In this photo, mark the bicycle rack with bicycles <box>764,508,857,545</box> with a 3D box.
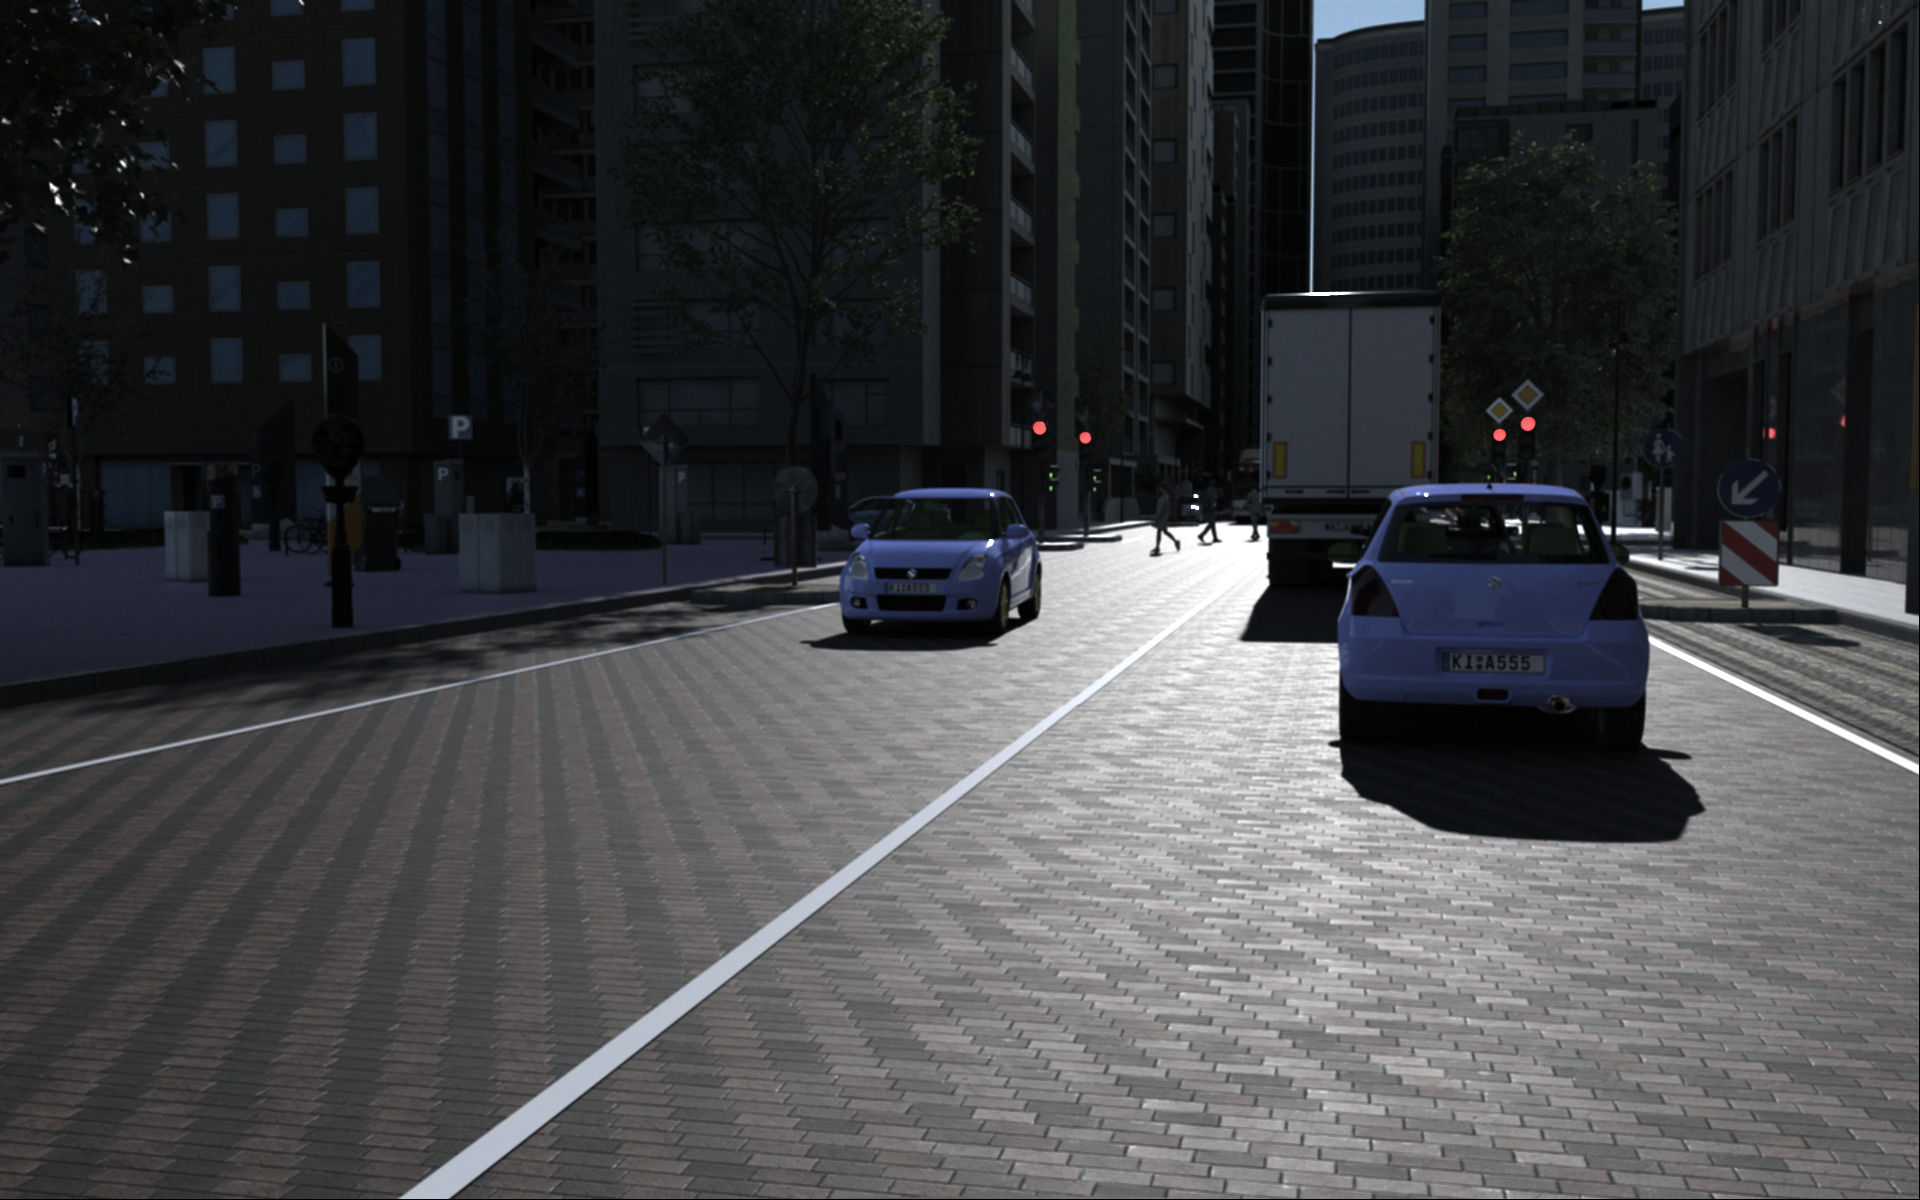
[{"bbox_3d":[-3.653,-1.883,44.172,2.852,0.926,2.925,1,4,16],"label":"bicycle rack with bicycles"}]

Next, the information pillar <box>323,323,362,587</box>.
[{"bbox_3d":[-8.579,-1.999,24.041,0.183,3.616,0.504,3,5,43],"label":"information pillar"}]

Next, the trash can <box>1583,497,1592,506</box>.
[{"bbox_3d":[26.342,-3.771,73.307,0.748,1.137,0.748,0,3,0],"label":"trash can"}]

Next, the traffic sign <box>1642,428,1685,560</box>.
[{"bbox_3d":[13.638,-2.052,33.649,0.768,2.556,0.104,1,4,14],"label":"traffic sign"}]

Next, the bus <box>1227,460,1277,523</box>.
[{"bbox_3d":[15.757,-5.799,89.680,2.948,3.499,13.247,1,4,13],"label":"bus"}]

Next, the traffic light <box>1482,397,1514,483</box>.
[{"bbox_3d":[15.546,-3.741,50.093,0.839,4.253,0.868,1,4,13],"label":"traffic light"}]

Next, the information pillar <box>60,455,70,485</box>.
[{"bbox_3d":[-36.776,-4.878,71.111,0.504,3.616,0.183,1,4,11],"label":"information pillar"}]

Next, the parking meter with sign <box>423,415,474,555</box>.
[{"bbox_3d":[-11.050,-2.514,37.369,0.543,3.016,1.738,0,4,5],"label":"parking meter with sign"}]

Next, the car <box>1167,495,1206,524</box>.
[{"bbox_3d":[11.065,-4.448,84.725,2.014,1.417,4.499,1,4,13],"label":"car"}]

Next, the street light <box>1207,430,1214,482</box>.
[{"bbox_3d":[18.096,-9.335,125.422,0.468,5.910,1.993,1,4,13],"label":"street light"}]

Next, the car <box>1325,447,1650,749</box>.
[{"bbox_3d":[3.330,-0.096,11.160,1.945,1.707,3.694,1,4,13],"label":"car"}]

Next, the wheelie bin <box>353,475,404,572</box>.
[{"bbox_3d":[-9.808,-1.285,28.924,0.693,1.594,0.980,3,5,43],"label":"wheelie bin"}]

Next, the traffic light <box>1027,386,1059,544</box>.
[{"bbox_3d":[2.127,-3.423,44.882,0.839,4.253,0.868,1,4,13],"label":"traffic light"}]

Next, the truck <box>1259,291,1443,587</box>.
[{"bbox_3d":[6.611,-2.491,29.641,2.839,4.237,11.283,1,4,12],"label":"truck"}]

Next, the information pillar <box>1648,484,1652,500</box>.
[{"bbox_3d":[41.177,-6.850,103.344,0.183,3.616,0.504,2,4,32],"label":"information pillar"}]

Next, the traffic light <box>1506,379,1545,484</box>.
[{"bbox_3d":[13.805,-3.265,42.299,0.839,4.253,0.868,1,4,13],"label":"traffic light"}]

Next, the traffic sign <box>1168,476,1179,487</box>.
[{"bbox_3d":[11.847,-5.753,96.187,0.606,2.300,0.079,1,4,14],"label":"traffic sign"}]

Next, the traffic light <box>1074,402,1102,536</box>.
[{"bbox_3d":[3.868,-3.899,52.676,0.839,4.253,0.868,1,4,13],"label":"traffic light"}]

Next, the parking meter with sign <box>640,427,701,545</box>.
[{"bbox_3d":[-7.379,-2.945,44.409,1.738,3.016,0.543,3,4,36],"label":"parking meter with sign"}]

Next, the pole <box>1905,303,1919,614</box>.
[{"bbox_3d":[10.302,-1.512,18.560,0.158,3.312,0.155,0,3,0],"label":"pole"}]

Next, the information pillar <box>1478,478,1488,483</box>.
[{"bbox_3d":[23.220,-4.432,76.953,0.304,2.012,0.304,-1,4,-9],"label":"information pillar"}]

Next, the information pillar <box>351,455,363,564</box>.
[{"bbox_3d":[-11.092,-1.662,31.674,0.304,2.012,0.304,0,4,-6],"label":"information pillar"}]

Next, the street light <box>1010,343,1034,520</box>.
[{"bbox_3d":[1.921,-4.928,53.361,0.468,5.910,1.993,1,4,13],"label":"street light"}]

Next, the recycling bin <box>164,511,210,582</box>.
[{"bbox_3d":[-11.232,-0.797,25.593,0.722,1.027,0.722,3,4,36],"label":"recycling bin"}]

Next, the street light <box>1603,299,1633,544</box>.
[{"bbox_3d":[15.587,-4.181,41.147,0.468,5.910,1.993,1,4,13],"label":"street light"}]

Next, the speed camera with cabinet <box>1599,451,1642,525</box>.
[{"bbox_3d":[27.554,-4.775,72.400,0.660,3.252,2.038,-1,4,-22],"label":"speed camera with cabinet"}]

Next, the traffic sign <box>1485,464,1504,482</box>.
[{"bbox_3d":[22.221,-4.403,72.090,0.768,2.556,0.104,1,4,19],"label":"traffic sign"}]

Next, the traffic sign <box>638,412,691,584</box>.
[{"bbox_3d":[-4.191,-1.428,24.536,0.795,2.450,0.064,1,4,15],"label":"traffic sign"}]

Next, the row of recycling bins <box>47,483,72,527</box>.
[{"bbox_3d":[-36.025,-3.738,68.234,3.534,1.692,1.069,2,4,26],"label":"row of recycling bins"}]

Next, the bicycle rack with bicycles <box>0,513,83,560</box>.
[{"bbox_3d":[-18.460,-1.235,33.574,2.852,0.926,2.925,2,4,34],"label":"bicycle rack with bicycles"}]

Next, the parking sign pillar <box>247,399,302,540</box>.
[{"bbox_3d":[-19.342,-3.688,48.776,1.447,3.967,1.447,1,4,22],"label":"parking sign pillar"}]

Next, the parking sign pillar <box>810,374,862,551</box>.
[{"bbox_3d":[-2.968,-3.114,39.389,1.447,3.967,1.447,1,4,17],"label":"parking sign pillar"}]

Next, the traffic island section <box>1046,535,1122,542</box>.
[{"bbox_3d":[3.831,-1.868,52.819,2.009,0.180,2.903,1,4,13],"label":"traffic island section"}]

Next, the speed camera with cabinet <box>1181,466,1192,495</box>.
[{"bbox_3d":[16.518,-7.752,121.078,2.038,3.252,0.660,1,4,22],"label":"speed camera with cabinet"}]

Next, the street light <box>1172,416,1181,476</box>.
[{"bbox_3d":[12.602,-7.850,101.135,0.468,5.910,1.993,1,4,13],"label":"street light"}]

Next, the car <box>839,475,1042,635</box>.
[{"bbox_3d":[-0.148,-0.568,18.872,1.945,1.707,3.694,1,4,11],"label":"car"}]

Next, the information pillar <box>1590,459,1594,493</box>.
[{"bbox_3d":[41.691,-7.516,114.237,0.183,3.616,0.504,3,4,37],"label":"information pillar"}]

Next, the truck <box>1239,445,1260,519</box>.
[{"bbox_3d":[17.859,-6.915,101.970,2.839,4.237,11.283,1,4,13],"label":"truck"}]

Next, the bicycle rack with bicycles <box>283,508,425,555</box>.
[{"bbox_3d":[-13.265,-1.460,37.255,2.925,0.926,2.852,1,4,11],"label":"bicycle rack with bicycles"}]

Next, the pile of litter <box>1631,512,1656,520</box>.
[{"bbox_3d":[33.648,-4.337,84.870,1.719,0.858,1.176,-1,4,-10],"label":"pile of litter"}]

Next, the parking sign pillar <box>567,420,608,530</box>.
[{"bbox_3d":[-13.447,-4.519,62.364,1.447,3.967,1.447,0,4,8],"label":"parking sign pillar"}]

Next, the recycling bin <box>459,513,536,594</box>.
[{"bbox_3d":[-6.059,-0.621,22.703,0.722,1.027,0.722,2,4,26],"label":"recycling bin"}]

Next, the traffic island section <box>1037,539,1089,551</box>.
[{"bbox_3d":[2.090,-1.391,45.025,2.009,0.180,2.903,1,4,13],"label":"traffic island section"}]

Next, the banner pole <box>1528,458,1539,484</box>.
[{"bbox_3d":[35.157,-7.124,106.497,0.863,3.779,0.401,0,4,6],"label":"banner pole"}]

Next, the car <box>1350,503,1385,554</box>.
[{"bbox_3d":[5.694,-0.671,20.755,2.009,1.686,4.222,1,4,13],"label":"car"}]

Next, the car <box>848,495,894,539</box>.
[{"bbox_3d":[-2.435,-2.335,50.174,4.499,1.417,2.014,1,4,11],"label":"car"}]

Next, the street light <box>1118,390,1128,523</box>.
[{"bbox_3d":[7.220,-6.382,77.133,0.468,5.910,1.993,1,4,13],"label":"street light"}]

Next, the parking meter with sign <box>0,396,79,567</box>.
[{"bbox_3d":[-16.686,-2.116,30.864,1.738,3.016,0.543,-1,4,-16],"label":"parking meter with sign"}]

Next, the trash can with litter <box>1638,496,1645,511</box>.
[{"bbox_3d":[38.156,-5.333,98.244,2.233,1.210,1.678,0,4,2],"label":"trash can with litter"}]

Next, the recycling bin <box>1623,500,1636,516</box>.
[{"bbox_3d":[39.493,-5.478,102.116,0.722,1.027,0.722,1,4,17],"label":"recycling bin"}]

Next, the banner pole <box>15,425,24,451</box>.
[{"bbox_3d":[-33.983,-4.444,62.680,0.401,3.779,0.863,-3,5,-44],"label":"banner pole"}]

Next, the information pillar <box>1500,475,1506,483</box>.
[{"bbox_3d":[21.161,-3.871,67.782,0.304,2.012,0.304,2,4,32],"label":"information pillar"}]
